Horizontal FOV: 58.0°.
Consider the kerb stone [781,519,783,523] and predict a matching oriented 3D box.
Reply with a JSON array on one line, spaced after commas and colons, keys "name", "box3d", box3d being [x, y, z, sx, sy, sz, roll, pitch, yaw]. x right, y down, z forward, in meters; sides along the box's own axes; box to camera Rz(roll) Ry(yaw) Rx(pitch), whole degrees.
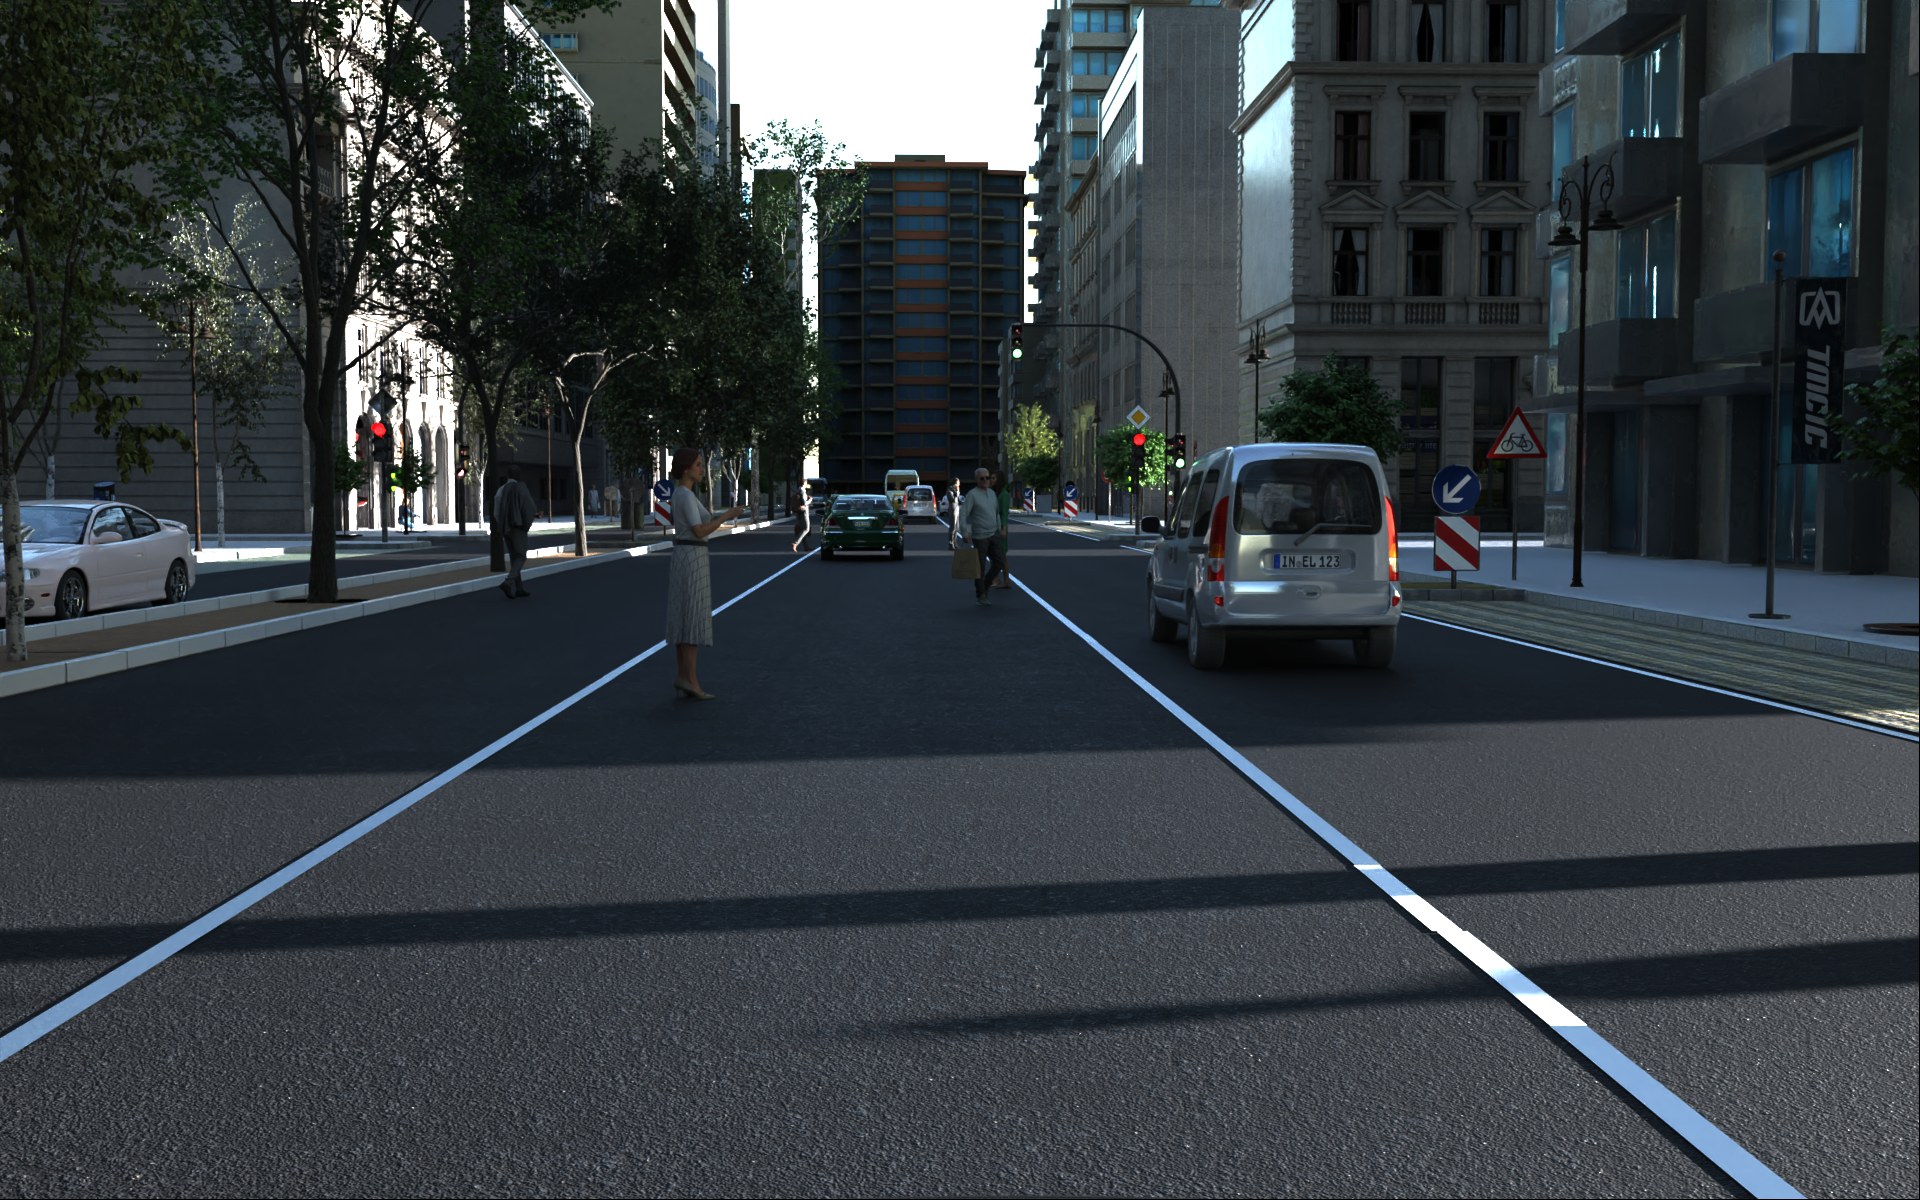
[{"name": "kerb stone", "box3d": [-9.001, -3.902, 85.985, 0.120, 0.150, 1.000, 0, 4, -2]}]

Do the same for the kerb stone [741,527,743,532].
[{"name": "kerb stone", "box3d": [-8.403, -2.643, 65.442, 0.120, 0.150, 1.000, 0, 4, -2]}]

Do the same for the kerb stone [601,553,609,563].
[{"name": "kerb stone", "box3d": [-7.525, -0.849, 36.161, 0.120, 0.150, 1.000, 0, 4, -2]}]

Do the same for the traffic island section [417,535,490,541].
[{"name": "traffic island section", "box3d": [-15.518, -1.937, 53.947, 2.009, 0.180, 2.903, 0, 4, -2]}]

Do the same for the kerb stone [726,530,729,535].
[{"name": "kerb stone", "box3d": [-8.239, -2.332, 60.323, 0.120, 0.150, 1.000, 0, 4, -2]}]

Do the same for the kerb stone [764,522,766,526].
[{"name": "kerb stone", "box3d": [-8.700, -3.272, 75.693, 0.120, 0.150, 1.000, 0, 4, -2]}]

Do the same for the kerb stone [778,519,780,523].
[{"name": "kerb stone", "box3d": [-8.942, -3.776, 83.928, 0.120, 0.150, 1.000, 0, 4, -2]}]

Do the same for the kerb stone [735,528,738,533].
[{"name": "kerb stone", "box3d": [-8.336, -2.513, 63.395, 0.120, 0.150, 1.000, 0, 4, -2]}]

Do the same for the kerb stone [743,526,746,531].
[{"name": "kerb stone", "box3d": [-8.427, -2.708, 66.470, 0.120, 0.150, 1.000, 0, 4, -2]}]

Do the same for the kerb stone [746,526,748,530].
[{"name": "kerb stone", "box3d": [-8.452, -2.767, 67.492, 0.120, 0.150, 1.000, 0, 4, -2]}]

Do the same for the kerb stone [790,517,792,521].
[{"name": "kerb stone", "box3d": [-9.186, -4.277, 92.131, 0.120, 0.150, 1.000, 0, 4, -2]}]

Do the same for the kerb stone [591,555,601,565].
[{"name": "kerb stone", "box3d": [-7.486, -0.792, 35.139, 0.120, 0.150, 1.000, 0, 4, -2]}]

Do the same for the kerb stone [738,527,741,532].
[{"name": "kerb stone", "box3d": [-8.365, -2.583, 64.420, 0.120, 0.150, 1.000, 0, 4, -2]}]

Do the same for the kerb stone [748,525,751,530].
[{"name": "kerb stone", "box3d": [-8.493, -2.833, 68.514, 0.120, 0.150, 1.000, 0, 4, -2]}]

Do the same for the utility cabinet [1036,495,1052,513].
[{"name": "utility cabinet", "box3d": [5.610, -6.401, 115.818, 1.020, 1.237, 0.306, 0, 4, -6]}]

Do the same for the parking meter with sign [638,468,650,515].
[{"name": "parking meter with sign", "box3d": [-19.025, -6.610, 104.330, 0.543, 3.016, 1.738, 0, 3, 0]}]

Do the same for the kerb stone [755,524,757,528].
[{"name": "kerb stone", "box3d": [-8.584, -3.020, 71.579, 0.120, 0.150, 1.000, 0, 4, -2]}]

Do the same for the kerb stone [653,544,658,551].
[{"name": "kerb stone", "box3d": [-7.742, -1.292, 43.320, 0.120, 0.150, 1.000, 0, 4, -2]}]

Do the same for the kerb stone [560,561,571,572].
[{"name": "kerb stone", "box3d": [-7.408, -0.604, 32.068, 0.120, 0.150, 1.000, 0, 4, -2]}]

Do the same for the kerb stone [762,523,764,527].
[{"name": "kerb stone", "box3d": [-8.667, -3.209, 74.667, 0.120, 0.150, 1.000, 0, 4, -2]}]

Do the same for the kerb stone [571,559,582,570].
[{"name": "kerb stone", "box3d": [-7.435, -0.667, 33.096, 0.120, 0.150, 1.000, 0, 4, -2]}]

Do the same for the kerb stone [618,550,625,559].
[{"name": "kerb stone", "box3d": [-7.580, -0.972, 38.208, 0.120, 0.150, 1.000, 0, 4, -2]}]

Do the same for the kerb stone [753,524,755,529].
[{"name": "kerb stone", "box3d": [-8.544, -2.958, 70.558, 0.120, 0.150, 1.000, 0, 4, -2]}]

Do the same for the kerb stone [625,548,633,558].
[{"name": "kerb stone", "box3d": [-7.616, -1.040, 39.229, 0.120, 0.150, 1.000, 0, 4, -2]}]

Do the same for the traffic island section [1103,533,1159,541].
[{"name": "traffic island section", "box3d": [5.615, -1.975, 54.569, 2.009, 0.180, 2.903, 0, 4, -2]}]

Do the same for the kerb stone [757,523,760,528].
[{"name": "kerb stone", "box3d": [-8.607, -3.084, 72.612, 0.120, 0.150, 1.000, 0, 4, -2]}]

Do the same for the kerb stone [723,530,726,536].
[{"name": "kerb stone", "box3d": [-8.209, -2.262, 59.301, 0.120, 0.150, 1.000, 0, 4, -2]}]

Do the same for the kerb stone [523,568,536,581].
[{"name": "kerb stone", "box3d": [-7.301, -0.414, 28.988, 0.120, 0.150, 1.000, 0, 4, -2]}]

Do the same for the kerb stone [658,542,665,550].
[{"name": "kerb stone", "box3d": [-7.759, -1.355, 44.342, 0.120, 0.150, 1.000, 0, 4, -2]}]

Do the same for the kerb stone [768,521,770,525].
[{"name": "kerb stone", "box3d": [-8.765, -3.398, 77.747, 0.120, 0.150, 1.000, 0, 4, -2]}]

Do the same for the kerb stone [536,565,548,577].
[{"name": "kerb stone", "box3d": [-7.341, -0.477, 30.009, 0.120, 0.150, 1.000, 0, 4, -2]}]

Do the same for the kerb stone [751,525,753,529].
[{"name": "kerb stone", "box3d": [-8.519, -2.895, 69.536, 0.120, 0.150, 1.000, 0, 4, -2]}]

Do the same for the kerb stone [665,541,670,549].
[{"name": "kerb stone", "box3d": [-7.796, -1.412, 45.366, 0.120, 0.150, 1.000, 0, 4, -2]}]

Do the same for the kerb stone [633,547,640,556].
[{"name": "kerb stone", "box3d": [-7.644, -1.104, 40.254, 0.120, 0.150, 1.000, 0, 4, -2]}]

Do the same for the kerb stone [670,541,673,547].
[{"name": "kerb stone", "box3d": [-7.828, -1.480, 46.395, 0.120, 0.150, 1.000, 0, 4, -2]}]

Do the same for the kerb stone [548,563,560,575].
[{"name": "kerb stone", "box3d": [-7.369, -0.541, 31.038, 0.120, 0.150, 1.000, 0, 4, -2]}]

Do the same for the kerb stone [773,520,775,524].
[{"name": "kerb stone", "box3d": [-8.854, -3.587, 80.849, 0.120, 0.150, 1.000, 0, 4, -2]}]

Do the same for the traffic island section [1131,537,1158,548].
[{"name": "traffic island section", "box3d": [5.852, -1.487, 46.588, 2.009, 0.180, 2.903, 0, 4, -2]}]

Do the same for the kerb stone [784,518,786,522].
[{"name": "kerb stone", "box3d": [-9.065, -4.027, 88.036, 0.120, 0.150, 1.000, 0, 4, -2]}]

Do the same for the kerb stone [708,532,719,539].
[{"name": "kerb stone", "box3d": [-8.158, -2.142, 57.257, 0.120, 0.150, 1.000, 0, 4, -2]}]

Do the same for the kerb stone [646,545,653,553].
[{"name": "kerb stone", "box3d": [-7.700, -1.230, 42.299, 0.120, 0.150, 1.000, 0, 4, -2]}]

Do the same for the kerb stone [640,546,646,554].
[{"name": "kerb stone", "box3d": [-7.676, -1.167, 41.277, 0.120, 0.150, 1.000, 0, 4, -2]}]

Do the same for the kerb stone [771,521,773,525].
[{"name": "kerb stone", "box3d": [-8.826, -3.522, 79.809, 0.120, 0.150, 1.000, 0, 4, -2]}]

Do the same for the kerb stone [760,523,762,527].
[{"name": "kerb stone", "box3d": [-8.641, -3.146, 73.636, 0.120, 0.150, 1.000, 0, 4, -2]}]

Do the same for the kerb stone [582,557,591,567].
[{"name": "kerb stone", "box3d": [-7.464, -0.729, 34.118, 0.120, 0.150, 1.000, 0, 4, -2]}]

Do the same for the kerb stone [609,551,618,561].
[{"name": "kerb stone", "box3d": [-7.548, -0.917, 37.185, 0.120, 0.150, 1.000, 0, 4, -2]}]

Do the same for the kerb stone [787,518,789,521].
[{"name": "kerb stone", "box3d": [-9.132, -4.151, 90.085, 0.120, 0.150, 1.000, 0, 4, -2]}]

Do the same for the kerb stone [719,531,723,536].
[{"name": "kerb stone", "box3d": [-8.187, -2.207, 58.279, 0.120, 0.150, 1.000, 0, 4, -2]}]

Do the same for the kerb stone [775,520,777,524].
[{"name": "kerb stone", "box3d": [-8.885, -3.643, 81.871, 0.120, 0.150, 1.000, 0, 4, -2]}]

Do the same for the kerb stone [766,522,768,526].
[{"name": "kerb stone", "box3d": [-8.729, -3.335, 76.717, 0.120, 0.150, 1.000, 0, 4, -2]}]

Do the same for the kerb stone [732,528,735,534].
[{"name": "kerb stone", "box3d": [-8.304, -2.457, 62.368, 0.120, 0.150, 1.000, 0, 4, -2]}]

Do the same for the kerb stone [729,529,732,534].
[{"name": "kerb stone", "box3d": [-8.273, -2.394, 61.344, 0.120, 0.150, 1.000, 0, 4, -2]}]

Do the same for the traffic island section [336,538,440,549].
[{"name": "traffic island section", "box3d": [-15.280, -1.449, 45.965, 2.009, 0.180, 2.903, 0, 4, -2]}]
